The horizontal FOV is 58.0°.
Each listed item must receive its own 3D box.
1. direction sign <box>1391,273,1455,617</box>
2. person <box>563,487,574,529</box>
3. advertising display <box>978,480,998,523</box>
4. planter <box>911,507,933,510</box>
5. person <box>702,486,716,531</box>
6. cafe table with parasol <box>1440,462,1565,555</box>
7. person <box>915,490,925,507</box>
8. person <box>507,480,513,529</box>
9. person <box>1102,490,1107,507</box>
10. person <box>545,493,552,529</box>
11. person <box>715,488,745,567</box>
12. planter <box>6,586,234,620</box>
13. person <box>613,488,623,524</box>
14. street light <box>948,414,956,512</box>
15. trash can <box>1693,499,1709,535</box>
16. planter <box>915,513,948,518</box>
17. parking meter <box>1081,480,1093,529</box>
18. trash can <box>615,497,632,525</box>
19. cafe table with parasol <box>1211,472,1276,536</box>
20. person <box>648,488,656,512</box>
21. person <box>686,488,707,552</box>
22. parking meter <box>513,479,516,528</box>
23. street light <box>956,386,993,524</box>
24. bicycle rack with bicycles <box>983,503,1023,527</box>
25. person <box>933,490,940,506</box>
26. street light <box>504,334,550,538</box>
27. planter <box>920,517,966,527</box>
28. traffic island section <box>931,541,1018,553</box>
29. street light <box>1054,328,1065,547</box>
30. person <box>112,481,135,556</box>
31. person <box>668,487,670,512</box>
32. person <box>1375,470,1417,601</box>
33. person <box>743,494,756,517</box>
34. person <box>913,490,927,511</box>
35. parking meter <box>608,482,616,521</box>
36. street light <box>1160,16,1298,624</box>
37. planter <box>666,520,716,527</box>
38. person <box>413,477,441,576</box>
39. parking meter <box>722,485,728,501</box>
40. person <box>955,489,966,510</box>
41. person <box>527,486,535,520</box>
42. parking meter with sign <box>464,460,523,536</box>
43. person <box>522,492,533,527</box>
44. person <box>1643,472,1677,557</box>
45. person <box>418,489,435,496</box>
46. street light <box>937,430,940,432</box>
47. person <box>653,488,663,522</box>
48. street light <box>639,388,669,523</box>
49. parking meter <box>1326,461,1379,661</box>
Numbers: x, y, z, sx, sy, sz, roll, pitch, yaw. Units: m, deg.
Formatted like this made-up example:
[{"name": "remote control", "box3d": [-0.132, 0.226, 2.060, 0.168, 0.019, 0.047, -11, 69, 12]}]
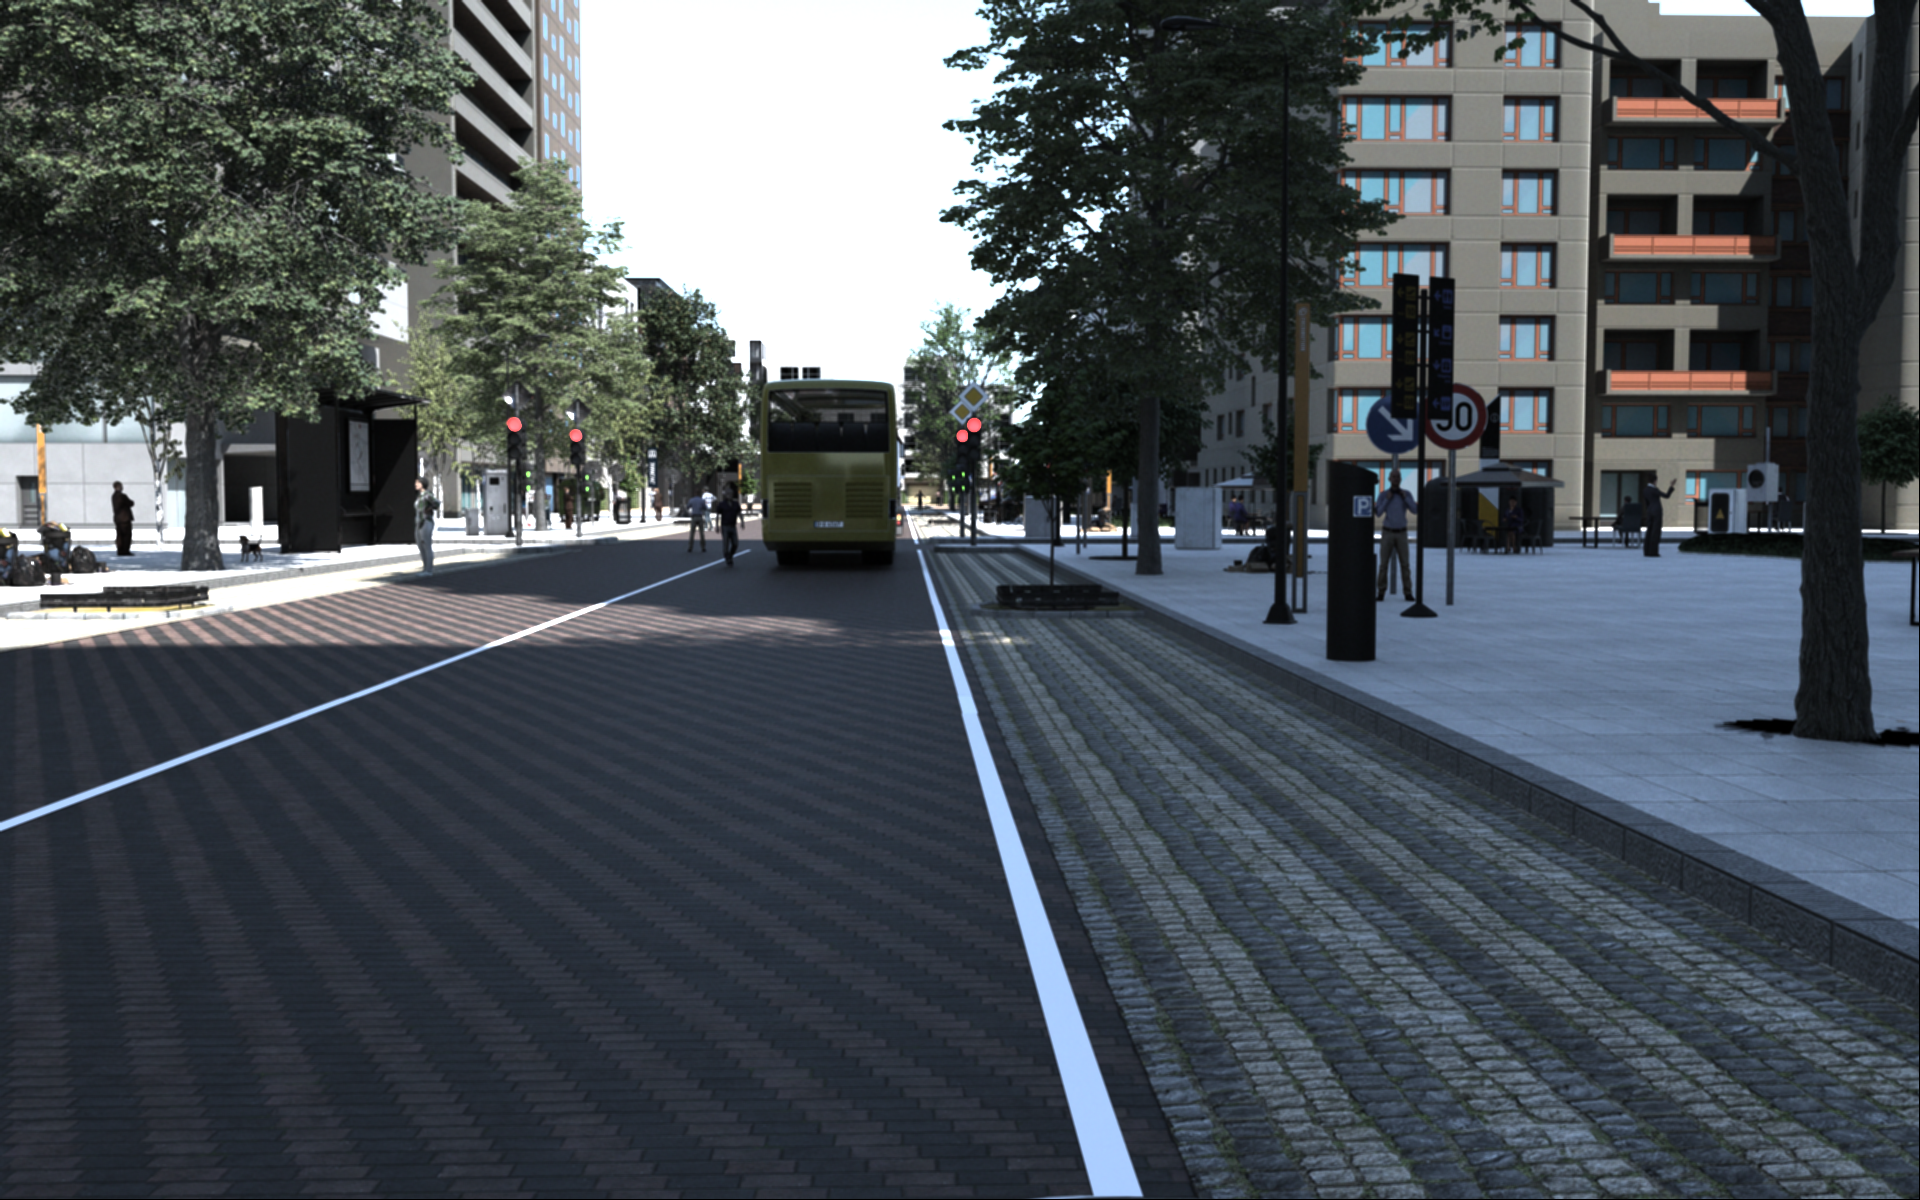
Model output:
[{"name": "direction sign", "box3d": [4.816, -1.595, 18.071, 0.876, 3.537, 0.379, -2, 4, -32]}, {"name": "person", "box3d": [-14.394, -3.390, 63.740, 0.388, 1.546, 0.482, -2, 4, -23]}, {"name": "advertising display", "box3d": [1.264, -4.409, 77.309, 0.974, 1.923, 0.123, 2, 4, 32]}, {"name": "planter", "box3d": [-3.357, -8.058, 152.894, 1.991, 0.319, 1.994, 0, 4, -2]}, {"name": "person", "box3d": [-9.900, -3.584, 67.820, 0.376, 1.734, 0.841, 2, 4, 34]}, {"name": "cafe table with parasol", "box3d": [11.618, -1.974, 37.141, 2.610, 1.966, 2.610, 1, 4, 12]}, {"name": "person", "box3d": [-3.863, -9.712, 167.382, 1.348, 1.812, 0.705, -2, 4, -26]}, {"name": "person", "box3d": [-16.414, -3.471, 62.917, 0.434, 1.807, 0.598, 0, 4, -3]}, {"name": "person", "box3d": [10.898, -7.445, 129.239, 0.593, 1.643, 0.415, 0, 4, 3]}, {"name": "person", "box3d": [-15.196, -3.289, 63.730, 0.435, 1.345, 0.340, 0, 4, 2]}, {"name": "person", "box3d": [-4.516, -1.443, 34.304, 0.569, 1.553, 0.471, 1, 4, 9]}, {"name": "planter", "box3d": [-9.820, 0.035, 20.561, 1.991, 0.319, 1.994, 0, 4, -2]}, {"name": "person", "box3d": [-14.660, -4.031, 74.156, 0.614, 1.554, 0.590, 1, 4, 21]}, {"name": "street light", "box3d": [-0.133, -7.824, 100.461, 1.470, 5.913, 1.316, 0, 4, -2]}, {"name": "trash can", "box3d": [23.497, -2.630, 54.653, 0.748, 1.137, 0.748, 0, 3, 0]}, {"name": "planter", "box3d": [-1.683, -5.017, 103.175, 1.991, 0.319, 1.994, 0, 4, -2]}, {"name": "parking meter", "box3d": [4.461, -3.365, 60.734, 0.399, 1.863, 0.255, 0, 4, 8]}, {"name": "trash can", "box3d": [-14.078, -3.718, 72.446, 0.748, 1.137, 0.748, 0, 3, 0]}, {"name": "cafe table with parasol", "box3d": [9.084, -2.969, 53.409, 2.610, 1.966, 2.610, 2, 4, 24]}, {"name": "person", "box3d": [-21.730, -7.092, 122.712, 0.376, 1.734, 0.841, 3, 5, 43]}, {"name": "person", "box3d": [-6.559, -1.992, 43.133, 0.516, 1.574, 0.319, 0, 4, -5]}, {"name": "parking meter", "box3d": [-16.695, -3.650, 65.393, 0.255, 1.863, 0.399, 0, 4, -2]}, {"name": "street light", "box3d": [0.709, -6.246, 74.662, 1.470, 5.913, 1.316, 0, 4, -2]}, {"name": "bicycle rack with bicycles", "box3d": [2.146, -3.437, 69.574, 2.852, 0.926, 2.925, -1, 4, -16]}, {"name": "person", "box3d": [-2.356, -11.026, 187.023, 1.217, 1.736, 0.721, -1, 4, -19]}, {"name": "street light", "box3d": [-12.590, -4.762, 50.405, 1.470, 5.913, 1.316, 0, 4, -2]}, {"name": "planter", "box3d": [-0.746, -3.338, 75.716, 1.991, 0.319, 1.994, 0, 4, -2]}, {"name": "traffic island section", "box3d": [0.360, -1.273, 43.091, 2.009, 0.180, 2.903, 0, 4, -2]}, {"name": "street light", "box3d": [1.864, -4.269, 42.340, 1.470, 5.913, 1.316, 0, 4, -2]}, {"name": "person", "box3d": [-17.427, -1.697, 36.063, 0.482, 1.546, 0.388, 3, 5, 40]}, {"name": "person", "box3d": [-20.820, -7.272, 125.083, 0.789, 1.805, 0.875, 0, 4, 2]}, {"name": "person", "box3d": [5.238, -0.776, 20.797, 0.516, 1.574, 0.319, 1, 4, 13]}, {"name": "person", "box3d": [-13.027, -5.998, 107.288, 0.841, 1.734, 0.376, -1, 4, -9]}, {"name": "person", "box3d": [-3.315, -8.232, 143.812, 1.217, 1.735, 0.721, 1, 4, 20]}, {"name": "parking meter", "box3d": [-16.428, -4.669, 82.057, 0.399, 1.863, 0.255, 2, 4, 35]}, {"name": "street light", "box3d": [2.644, -2.722, 17.039, 1.470, 5.913, 1.316, 0, 4, -2]}, {"name": "planter", "box3d": [-11.670, -3.315, 75.338, 1.991, 0.319, 1.994, 0, 4, -2]}, {"name": "person", "box3d": [-9.316, -1.282, 30.182, 0.376, 1.734, 0.841, -2, 4, -28]}, {"name": "parking meter", "box3d": [-15.750, -6.744, 115.973, 0.399, 1.863, 0.255, 2, 4, 34]}, {"name": "person", "box3d": [0.025, -8.040, 138.289, 1.217, 1.735, 0.721, 0, 4, -4]}, {"name": "person", "box3d": [-21.221, -4.817, 85.518, 0.841, 1.734, 0.376, 0, 4, -2]}, {"name": "parking meter with sign", "box3d": [-14.278, -3.476, 53.099, 1.738, 3.016, 0.543, -2, 4, -31]}, {"name": "person", "box3d": [-17.075, -3.669, 67.894, 0.647, 1.594, 0.662, 2, 4, 25]}, {"name": "person", "box3d": [14.306, -1.746, 35.392, 0.742, 1.727, 0.445, 3, 5, 44]}, {"name": "person", "box3d": [-19.529, -3.433, 62.895, 0.841, 1.734, 0.376, 0, 4, 0]}, {"name": "street light", "box3d": [-0.974, -9.371, 125.760, 1.470, 5.913, 1.316, 0, 4, -2]}, {"name": "person", "box3d": [-14.050, -4.415, 80.502, 0.482, 1.546, 0.388, 0, 4, 5]}, {"name": "street light", "box3d": [-13.348, -6.310, 75.707, 1.470, 5.913, 1.316, 0, 4, -2]}, {"name": "parking meter", "box3d": [3.035, -0.305, 13.405, 0.372, 1.533, 0.369, 0, 3, 0]}]
